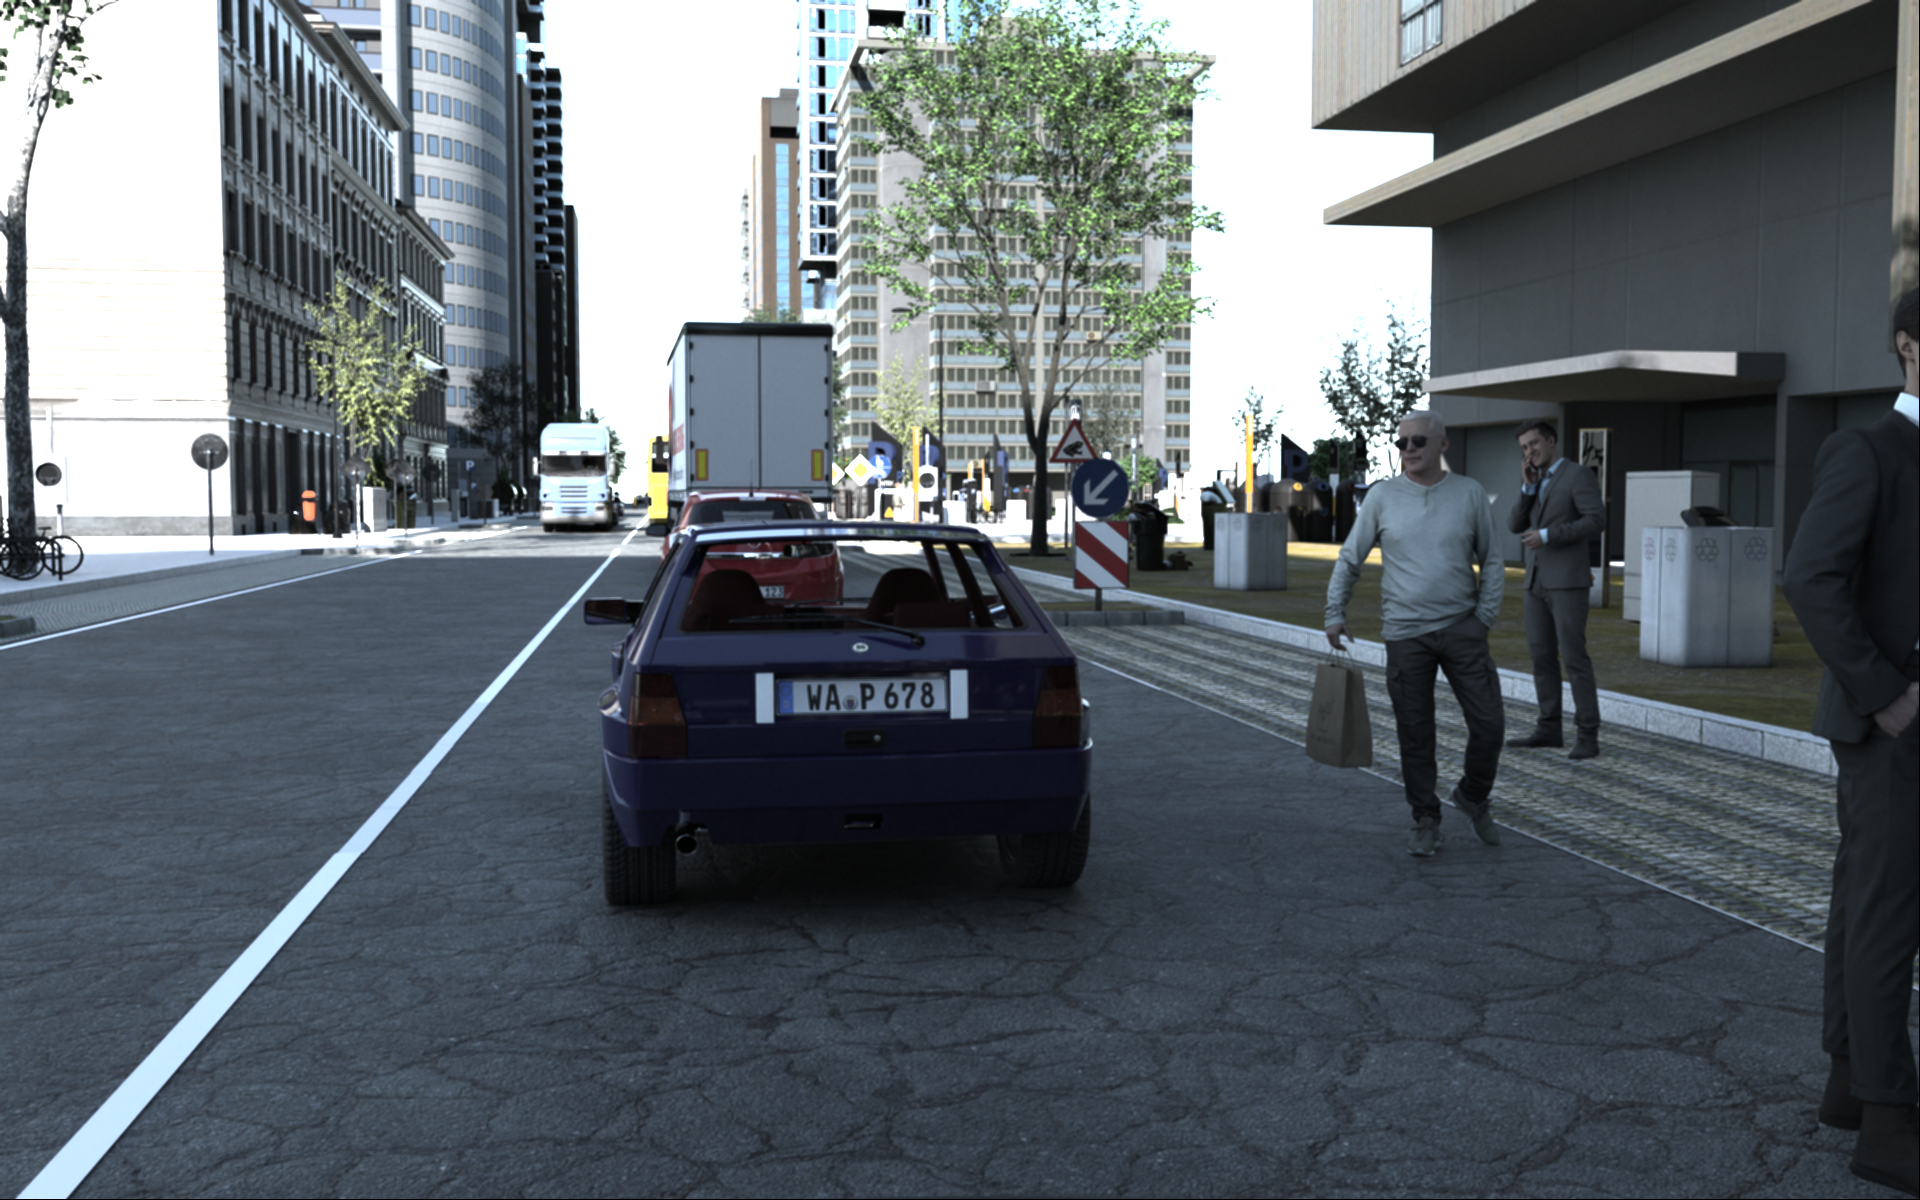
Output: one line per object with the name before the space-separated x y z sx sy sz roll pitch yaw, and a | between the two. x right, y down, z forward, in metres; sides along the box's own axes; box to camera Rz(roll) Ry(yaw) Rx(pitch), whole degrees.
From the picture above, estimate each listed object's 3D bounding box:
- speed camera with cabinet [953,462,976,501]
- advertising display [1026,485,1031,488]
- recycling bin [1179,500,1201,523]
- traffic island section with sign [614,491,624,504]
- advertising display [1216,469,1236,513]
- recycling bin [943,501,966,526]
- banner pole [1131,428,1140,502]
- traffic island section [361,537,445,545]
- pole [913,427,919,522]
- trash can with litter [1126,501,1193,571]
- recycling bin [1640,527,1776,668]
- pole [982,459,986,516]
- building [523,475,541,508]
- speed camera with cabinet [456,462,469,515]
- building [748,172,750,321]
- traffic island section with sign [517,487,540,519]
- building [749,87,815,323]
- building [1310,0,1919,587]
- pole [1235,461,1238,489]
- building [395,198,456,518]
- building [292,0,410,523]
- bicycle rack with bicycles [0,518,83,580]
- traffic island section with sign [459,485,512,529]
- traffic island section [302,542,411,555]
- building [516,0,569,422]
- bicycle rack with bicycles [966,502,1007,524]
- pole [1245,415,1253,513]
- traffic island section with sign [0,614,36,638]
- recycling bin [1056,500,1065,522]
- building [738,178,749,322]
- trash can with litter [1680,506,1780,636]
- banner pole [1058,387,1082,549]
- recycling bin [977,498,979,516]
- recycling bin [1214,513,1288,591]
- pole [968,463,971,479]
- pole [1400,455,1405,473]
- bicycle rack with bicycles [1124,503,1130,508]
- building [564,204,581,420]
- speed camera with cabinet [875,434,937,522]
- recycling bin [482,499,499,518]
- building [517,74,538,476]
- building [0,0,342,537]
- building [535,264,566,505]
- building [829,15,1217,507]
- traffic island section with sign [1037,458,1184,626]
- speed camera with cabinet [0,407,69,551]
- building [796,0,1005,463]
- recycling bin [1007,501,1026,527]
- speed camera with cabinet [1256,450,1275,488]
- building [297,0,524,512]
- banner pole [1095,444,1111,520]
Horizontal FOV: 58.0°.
speed camera with cabinet | 0.264 -6.880 106.831 0.660 3.252 2.038 -2 4 -27
advertising display | 4.865 -7.182 122.635 0.123 1.923 0.974 -1 4 -11
recycling bin | 10.152 -3.909 76.472 0.722 1.027 0.722 3 5 42
traffic island section with sign | -50.771 -15.131 256.016 1.989 1.847 2.006 -1 4 -10
advertising display | 6.924 -2.438 45.082 0.123 1.923 0.974 2 4 33
recycling bin | -0.253 -2.919 60.278 0.722 1.027 0.722 2 4 26
banner pole | 6.598 -4.594 65.124 0.401 3.779 0.863 2 4 31
traffic island section | -16.010 -1.695 49.995 2.009 0.180 2.903 -1 4 -10
pole | -1.346 -3.618 53.005 0.158 3.312 0.155 0 3 0
trash can with litter | 3.369 -1.088 29.181 1.055 1.170 0.624 -2 4 -29
recycling bin | 5.642 -0.033 13.095 0.722 1.027 0.722 0 4 -3
pole | 1.398 -6.536 100.703 0.158 3.312 0.155 0 3 0
building | -56.220 -28.671 160.650 32.217 40.220 23.993 -1 4 -10
speed camera with cabinet | -30.019 -6.754 104.766 0.660 3.252 2.038 -2 4 -24
building | -19.936 -35.066 223.441 14.600 45.320 14.200 -1 4 -10
traffic island section with sign | -24.310 -5.537 99.163 1.989 1.847 2.006 -1 4 -10
building | -15.396 -33.182 192.640 14.600 45.320 14.200 -1 4 -10
building | 22.443 -26.557 23.441 28.713 52.752 27.495 -1 4 -10
pole | 17.045 -6.911 106.830 0.158 3.312 0.155 0 3 0
building | -35.444 -14.356 99.342 10.561 19.102 19.286 -1 4 -10
building | -31.975 -15.266 78.483 11.050 23.489 19.941 -1 4 -10
bicycle rack with bicycles | -14.780 -0.776 26.071 2.925 0.926 2.852 -2 4 -29
traffic island section with sign | -19.758 -3.885 72.143 1.989 1.847 2.006 -1 4 -10
traffic island section | -14.682 -1.213 42.121 2.009 0.180 2.903 -1 4 -10
building | -63.695 -56.401 234.826 22.319 86.520 31.000 -1 4 -10
bicycle rack with bicycles | 1.048 -3.749 74.682 2.852 0.926 2.925 -1 4 -21
pole | 7.483 -3.122 44.880 0.158 3.312 0.155 0 3 0
traffic island section with sign | -10.515 -0.533 17.345 1.989 1.847 2.006 -1 4 -10
recycling bin | 4.827 -4.043 78.658 0.722 1.027 0.722 -2 4 -26
building | -19.917 -38.329 246.287 23.786 49.044 30.456 -1 4 -10
trash can with litter | 6.835 -0.239 15.295 0.624 1.170 1.055 -1 4 -12
banner pole | 2.617 -3.086 40.467 0.401 3.779 0.863 -2 4 -30
recycling bin | 0.691 -5.566 103.556 0.722 1.027 0.722 2 4 33
recycling bin | 3.904 -0.656 23.276 0.722 1.027 0.722 -2 4 -29
pole | 0.654 -7.367 114.291 0.158 3.312 0.155 0 3 0
pole | 15.977 -4.200 62.514 0.158 3.312 0.155 0 3 0
bicycle rack with bicycles | 10.269 -6.514 119.888 2.852 0.926 2.925 -1 4 -23
building | -64.138 -37.234 258.884 14.600 45.320 14.200 -1 4 -10
speed camera with cabinet | -1.768 -3.846 57.220 2.038 3.252 0.660 0 4 0
recycling bin | -24.967 -4.865 92.089 0.722 1.027 0.722 0 4 2
building | -51.859 -32.443 180.556 14.600 45.320 14.200 -1 4 -10
building | -28.077 -12.878 59.710 9.793 20.994 18.267 -1 4 -10
building | -56.370 -27.058 214.098 14.160 30.474 14.107 -1 4 -10
building | 2.499 -27.716 145.044 32.217 40.220 23.993 -1 4 -10
traffic island section with sign | 1.297 -0.671 19.595 1.989 1.847 2.006 -1 4 -10
speed camera with cabinet | -21.310 -2.739 39.113 2.038 3.252 0.660 -1 4 -19
building | -7.237 -52.425 169.826 22.319 86.520 31.000 -1 4 -10
recycling bin | 2.193 -3.363 67.542 0.722 1.027 0.722 0 4 2
speed camera with cabinet | 14.299 -5.164 78.772 2.038 3.252 0.660 -3 5 -44
building | -46.310 -36.255 134.772 21.231 58.520 28.212 -1 4 -10
banner pole | 7.191 -5.913 86.701 0.863 3.779 0.401 1 4 20
